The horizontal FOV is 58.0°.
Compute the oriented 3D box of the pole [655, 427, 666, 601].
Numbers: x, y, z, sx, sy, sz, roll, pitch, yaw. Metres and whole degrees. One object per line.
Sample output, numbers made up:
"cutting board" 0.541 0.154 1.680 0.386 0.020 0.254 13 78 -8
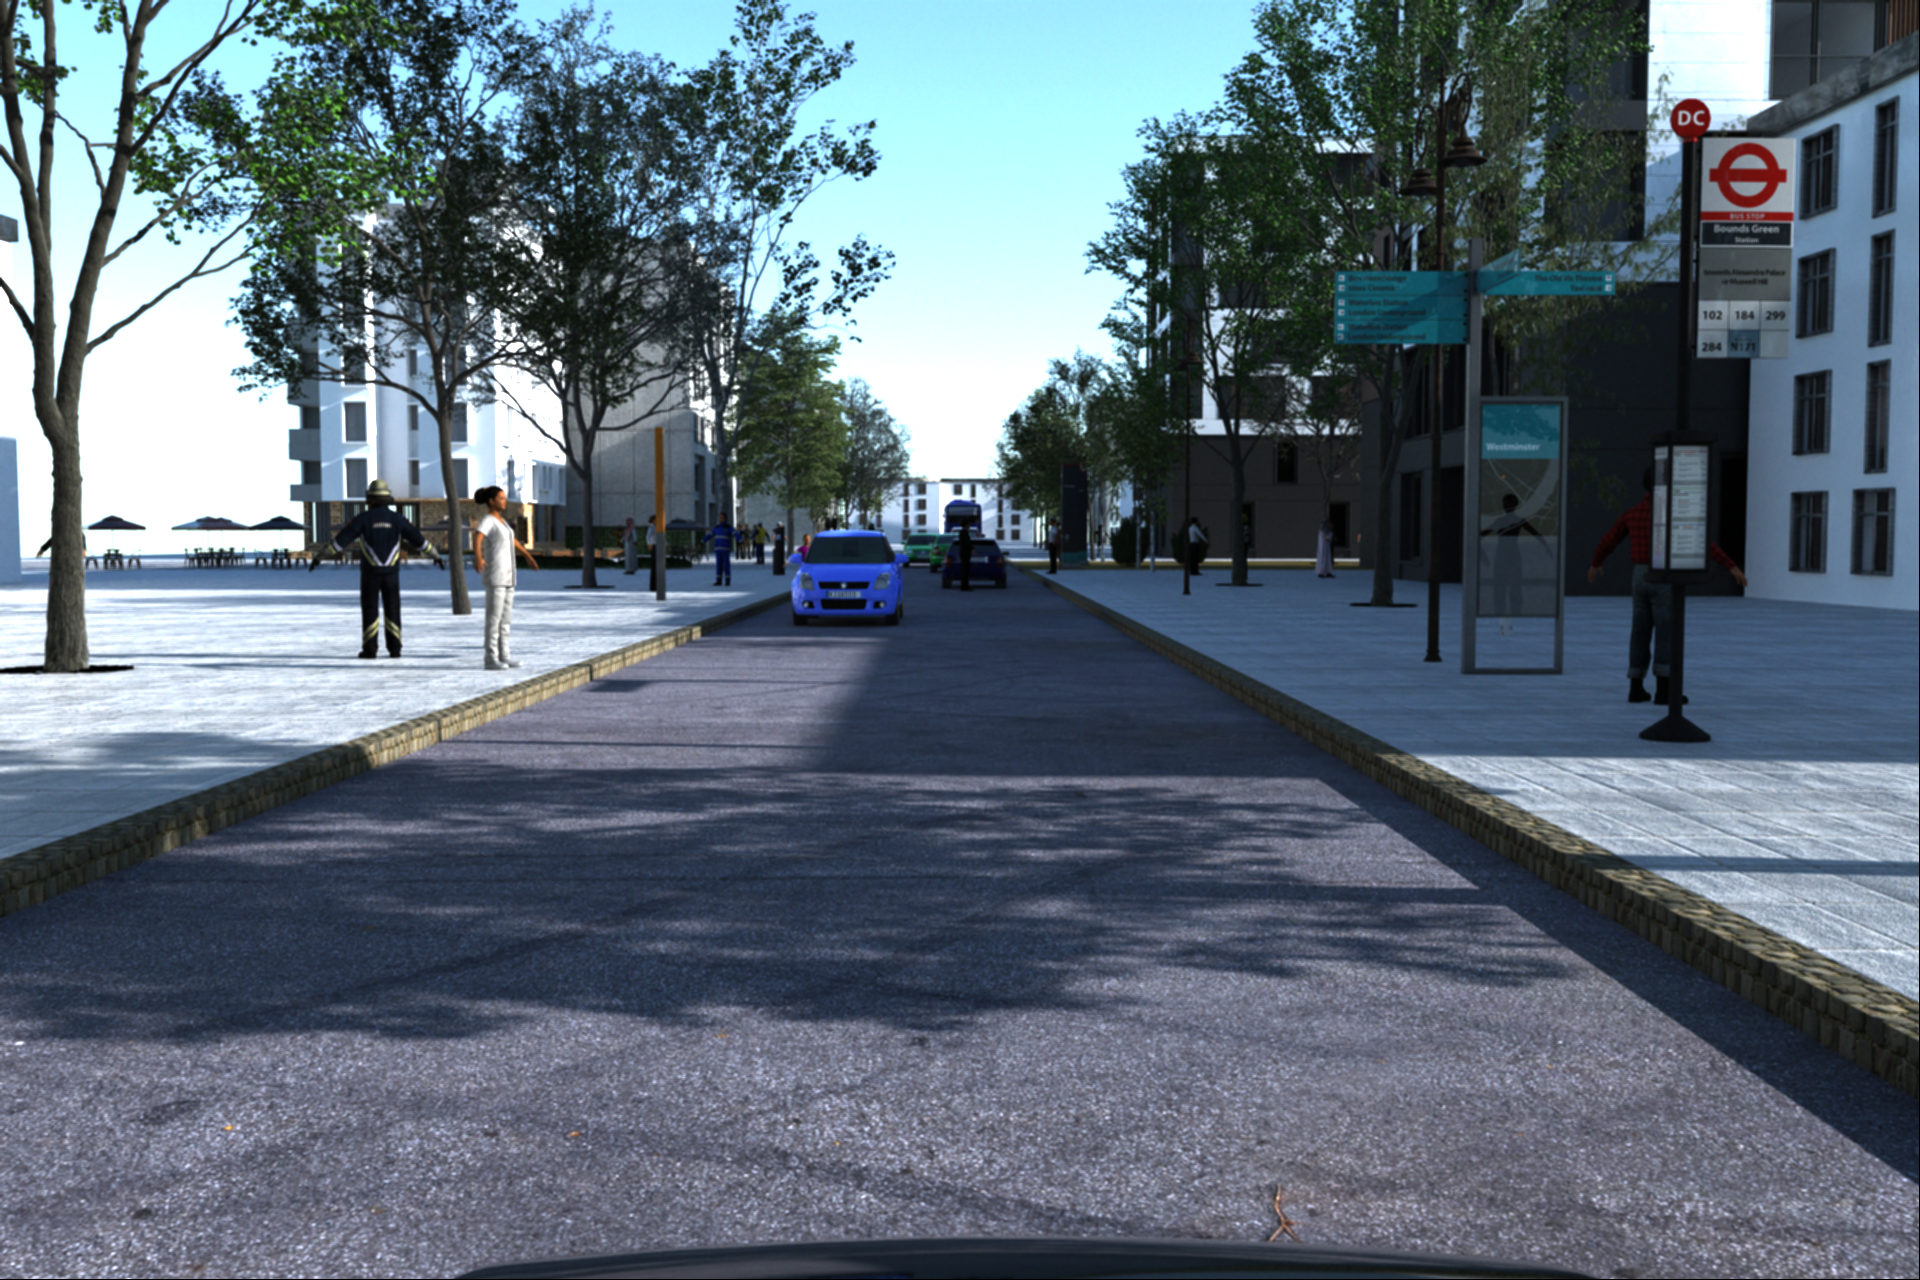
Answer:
"pole" -5.750 -2.409 33.227 0.158 3.312 0.155 0 3 0

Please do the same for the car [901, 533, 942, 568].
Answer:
"car" -1.583 -4.065 75.258 1.959 1.807 4.718 0 4 -1

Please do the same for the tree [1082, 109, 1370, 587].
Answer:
"tree" 6.817 -7.152 42.692 9.928 11.665 9.643 0 3 0

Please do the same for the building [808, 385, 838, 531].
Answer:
"building" -24.766 -21.707 221.359 16.747 18.905 31.486 0 4 -1

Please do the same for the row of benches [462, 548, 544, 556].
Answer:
"row of benches" -20.166 -3.701 75.967 4.104 0.672 1.422 -1 4 -13

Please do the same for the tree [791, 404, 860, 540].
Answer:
"tree" -8.052 -9.004 97.572 4.737 8.622 4.395 0 3 0

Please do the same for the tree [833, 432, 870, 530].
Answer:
"tree" -8.765 -10.499 122.026 4.360 8.622 3.978 0 3 0

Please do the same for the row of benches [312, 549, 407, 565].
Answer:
"row of benches" -25.451 -3.535 73.257 4.104 0.672 1.422 -3 5 -44

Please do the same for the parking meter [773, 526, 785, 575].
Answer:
"parking meter" -5.707 -2.822 54.558 0.372 1.533 0.369 0 3 0

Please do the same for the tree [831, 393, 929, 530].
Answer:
"tree" -8.336 -14.697 150.669 12.009 13.543 11.850 0 3 0

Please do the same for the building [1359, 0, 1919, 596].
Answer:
"building" 26.249 -12.677 51.243 27.936 21.610 32.646 0 3 0

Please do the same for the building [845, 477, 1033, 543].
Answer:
"building" -3.017 -19.091 256.746 28.070 9.664 9.099 0 4 -2

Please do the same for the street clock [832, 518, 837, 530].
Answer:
"street clock" -5.610 -4.453 77.370 0.358 2.002 0.471 0 4 -1

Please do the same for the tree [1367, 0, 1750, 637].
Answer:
"tree" 6.762 -4.362 21.677 4.360 8.622 3.978 0 3 0

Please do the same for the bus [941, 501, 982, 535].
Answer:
"bus" 0.102 -8.292 127.124 2.896 3.916 12.251 0 4 -1

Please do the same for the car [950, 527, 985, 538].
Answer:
"car" 0.262 -5.299 95.319 2.281 1.827 5.304 0 4 -1

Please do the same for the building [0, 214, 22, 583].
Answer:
"building" -25.901 -5.523 32.445 9.099 9.664 28.070 0 3 0

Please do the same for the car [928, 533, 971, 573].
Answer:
"car" -0.233 -3.466 65.470 1.959 1.807 4.718 0 4 0

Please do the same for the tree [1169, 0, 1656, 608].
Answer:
"tree" 7.673 -6.399 30.384 9.928 11.665 9.643 0 3 0

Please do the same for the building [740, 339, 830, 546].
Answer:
"building" -24.864 -22.319 195.847 19.493 23.208 18.063 0 4 0

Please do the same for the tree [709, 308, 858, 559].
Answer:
"tree" -8.832 -10.386 87.932 7.486 12.596 7.792 0 3 0

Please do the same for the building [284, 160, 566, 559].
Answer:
"building" -28.185 -14.221 88.940 16.016 20.090 11.380 0 3 0

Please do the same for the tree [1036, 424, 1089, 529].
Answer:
"tree" 6.832 -10.057 114.790 4.737 8.622 4.395 0 3 0

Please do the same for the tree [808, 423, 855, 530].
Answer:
"tree" -8.274 -9.607 107.438 4.737 8.622 4.395 0 3 0

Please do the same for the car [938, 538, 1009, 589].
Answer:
"car" 0.374 -2.099 46.892 1.945 1.354 3.894 0 3 0

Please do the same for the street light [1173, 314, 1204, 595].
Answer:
"street light" 4.814 -3.904 36.617 0.468 5.910 1.993 0 4 0

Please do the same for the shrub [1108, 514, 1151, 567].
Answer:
"shrub" 6.685 -3.928 68.258 1.661 2.075 1.752 0 3 0

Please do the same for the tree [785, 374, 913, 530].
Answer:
"tree" -8.537 -13.565 132.159 12.009 13.543 11.850 0 3 0

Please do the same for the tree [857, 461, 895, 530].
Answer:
"tree" -8.588 -13.206 166.272 4.737 8.622 4.395 0 3 0

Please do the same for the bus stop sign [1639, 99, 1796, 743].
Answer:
"bus stop sign" 4.697 -1.347 10.731 0.855 3.939 0.416 0 4 0

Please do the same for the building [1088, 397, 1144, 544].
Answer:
"building" 26.658 -22.323 231.436 16.747 18.905 31.486 0 4 0

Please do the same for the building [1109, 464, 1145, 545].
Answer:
"building" 22.355 -15.416 194.201 9.099 9.664 28.070 0 3 0

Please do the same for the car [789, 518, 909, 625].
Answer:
"car" -1.797 -1.149 28.372 1.945 1.707 3.694 0 4 0

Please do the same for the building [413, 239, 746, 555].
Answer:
"building" -24.892 -15.493 119.766 16.747 18.905 31.486 0 4 -1

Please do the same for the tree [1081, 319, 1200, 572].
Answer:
"tree" 6.349 -6.616 58.538 4.737 8.622 4.395 0 3 0

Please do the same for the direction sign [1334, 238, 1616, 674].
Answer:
"direction sign" 4.653 -1.617 15.195 2.525 3.948 1.411 0 4 0

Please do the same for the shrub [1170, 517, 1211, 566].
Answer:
"shrub" 9.188 -3.956 69.098 1.690 2.028 1.600 0 3 0

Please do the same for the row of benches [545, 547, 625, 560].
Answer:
"row of benches" -16.973 -3.893 79.107 4.104 0.672 1.422 -3 5 -44

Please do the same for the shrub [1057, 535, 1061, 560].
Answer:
"shrub" 4.998 -4.576 79.233 1.690 2.028 1.600 0 3 0

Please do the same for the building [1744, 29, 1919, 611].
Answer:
"building" 20.501 -4.839 21.261 9.099 9.664 28.070 0 4 0

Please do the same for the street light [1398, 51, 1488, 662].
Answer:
"street light" 4.764 -2.720 17.268 0.468 5.910 1.993 0 4 -1

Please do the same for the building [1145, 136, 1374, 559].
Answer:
"building" 25.007 -15.991 105.435 27.936 21.610 32.646 0 4 0

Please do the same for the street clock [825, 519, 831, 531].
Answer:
"street clock" -6.178 -4.684 81.155 0.358 2.002 0.471 0 4 1
